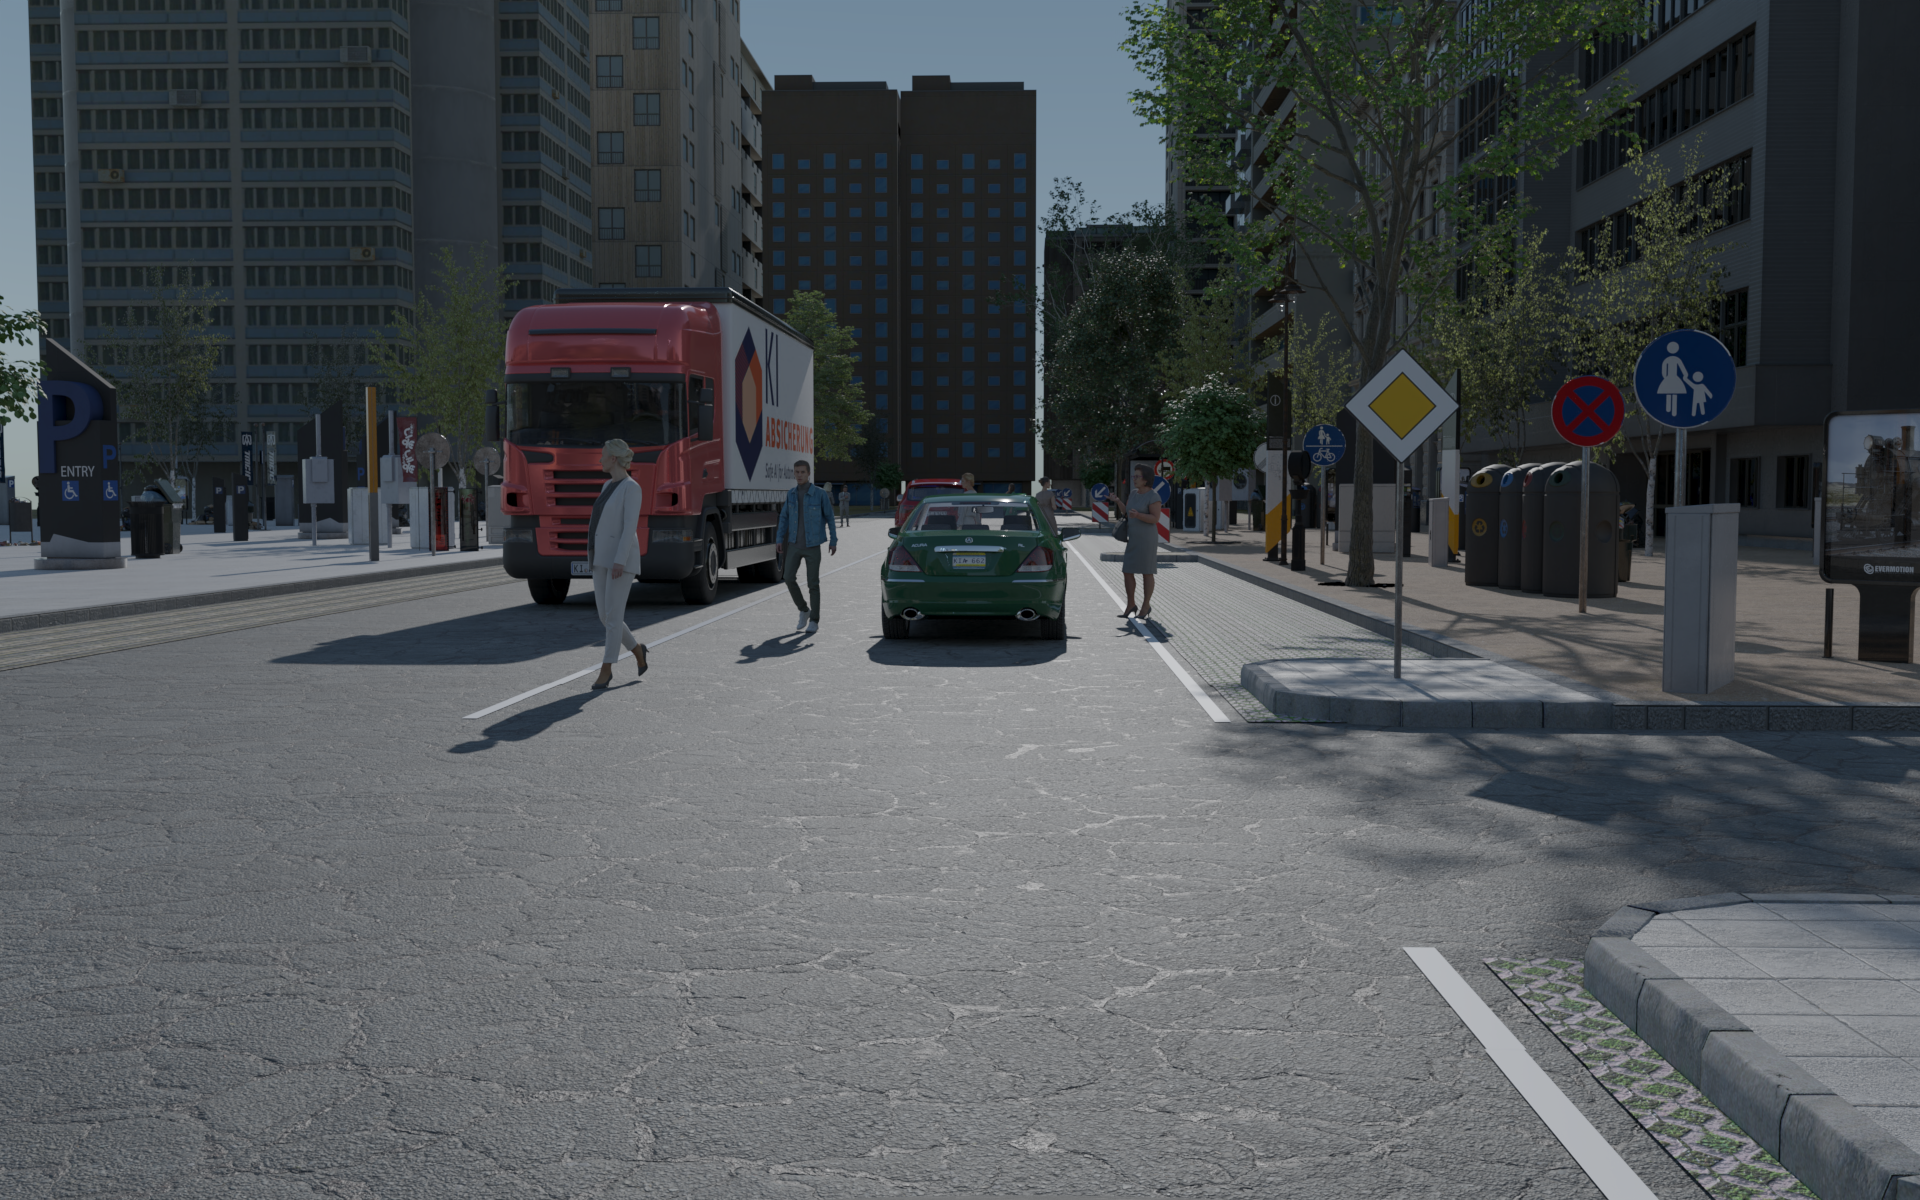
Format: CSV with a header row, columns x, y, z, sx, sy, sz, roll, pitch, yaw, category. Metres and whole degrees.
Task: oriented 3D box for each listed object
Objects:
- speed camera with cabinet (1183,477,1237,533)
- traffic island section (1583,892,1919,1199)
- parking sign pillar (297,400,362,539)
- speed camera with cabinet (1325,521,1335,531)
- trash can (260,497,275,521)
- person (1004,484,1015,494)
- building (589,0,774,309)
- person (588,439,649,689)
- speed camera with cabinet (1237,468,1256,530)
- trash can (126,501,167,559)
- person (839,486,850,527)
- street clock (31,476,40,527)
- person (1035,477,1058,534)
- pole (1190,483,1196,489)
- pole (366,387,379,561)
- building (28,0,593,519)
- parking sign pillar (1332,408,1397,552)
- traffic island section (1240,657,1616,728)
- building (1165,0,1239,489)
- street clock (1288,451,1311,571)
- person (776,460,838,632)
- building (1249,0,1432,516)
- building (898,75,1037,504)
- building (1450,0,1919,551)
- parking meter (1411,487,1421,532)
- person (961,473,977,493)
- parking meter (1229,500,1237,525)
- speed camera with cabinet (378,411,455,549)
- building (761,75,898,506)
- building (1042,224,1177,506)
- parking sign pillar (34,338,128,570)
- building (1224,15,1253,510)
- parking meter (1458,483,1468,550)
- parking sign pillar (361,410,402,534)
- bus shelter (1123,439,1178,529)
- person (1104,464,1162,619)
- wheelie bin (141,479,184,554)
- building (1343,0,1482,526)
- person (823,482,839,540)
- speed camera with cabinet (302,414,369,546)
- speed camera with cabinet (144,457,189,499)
x,y,z,sx,sy,sz,roll,pitch,yaw,category
8.332,-3.917,58.376,0.660,3.252,2.038,-2,4,-28,speed camera with cabinet
2.766,1.112,4.101,2.009,0.180,2.903,0,4,2,traffic island section
-18.284,-3.745,49.706,1.447,3.967,1.447,0,4,4,parking sign pillar
13.230,-4.063,60.765,0.660,3.252,2.038,0,4,-5,speed camera with cabinet
-33.401,-4.400,83.585,0.748,1.137,0.748,0,3,0,trash can
1.835,-3.185,60.814,0.529,1.795,0.600,-1,4,-11,person
-34.488,-37.148,196.615,27.495,52.752,28.713,0,4,2,building
-2.541,-0.284,13.021,0.514,1.842,0.818,2,4,29,person
9.578,-4.149,62.172,2.038,3.252,0.660,3,4,38,speed camera with cabinet
-16.194,-1.398,34.505,0.748,1.137,0.748,0,3,0,trash can
-5.046,-4.103,75.762,0.511,1.800,0.466,-1,4,-17,person
-36.395,-3.908,68.462,0.471,2.002,0.358,-1,4,-18,street clock
1.803,-1.605,35.075,0.599,1.781,0.374,2,4,28,person
8.268,-4.134,61.433,0.158,3.312,0.155,0,3,0,pole
-11.230,-2.401,33.107,0.158,3.312,0.155,0,3,0,pole
-34.929,-24.972,100.179,32.217,40.220,23.993,0,4,2,building
9.126,-3.085,38.920,1.447,3.967,1.447,1,4,20,parking sign pillar
3.068,0.624,12.080,2.009,0.180,2.903,0,4,2,traffic island section
33.531,-45.975,189.942,20.611,71.187,20.563,0,4,2,building
5.655,-1.488,28.895,0.358,2.002,0.471,2,4,34,street clock
-1.595,-0.562,18.039,0.601,1.785,0.444,1,4,21,person
30.482,-29.712,109.493,21.300,48.544,21.600,0,4,2,building
1.132,-32.939,188.666,14.200,45.320,14.600,0,4,2,building
25.078,-14.204,51.304,14.314,24.678,30.058,0,4,2,building
15.247,-3.037,58.072,0.372,1.533,0.369,0,3,0,parking meter
0.151,-1.228,28.925,0.624,1.780,0.694,3,5,39,person
11.429,-4.093,72.625,0.399,1.863,0.255,-1,4,-12,parking meter
-12.807,-2.846,40.871,2.038,3.252,0.660,2,4,35,speed camera with cabinet
-13.364,-32.928,188.478,14.200,45.320,14.600,0,4,2,building
16.025,-25.484,188.362,14.107,30.474,14.160,0,4,2,building
-15.165,-2.526,29.771,1.447,3.967,1.447,1,4,15,parking sign pillar
32.848,-31.546,135.386,23.786,49.044,30.456,0,4,2,building
11.608,-1.918,39.768,0.372,1.533,0.369,0,3,0,parking meter
-18.628,-4.092,55.377,1.447,3.967,1.447,2,4,31,parking sign pillar
7.446,-4.462,66.872,2.014,3.302,5.546,0,4,2,bus shelter
1.966,-0.680,19.970,0.532,1.782,0.716,-3,4,-36,person
-17.072,-1.782,37.041,0.693,1.594,0.980,0,4,-4,wheelie bin
24.023,-15.136,76.351,11.050,23.489,19.941,0,4,2,building
-4.157,-2.802,54.495,0.537,1.800,0.526,3,4,37,person
-15.405,-3.009,43.537,2.038,3.252,0.660,-2,4,-28,speed camera with cabinet
-39.418,-5.606,85.989,0.660,3.252,2.038,3,4,36,speed camera with cabinet
